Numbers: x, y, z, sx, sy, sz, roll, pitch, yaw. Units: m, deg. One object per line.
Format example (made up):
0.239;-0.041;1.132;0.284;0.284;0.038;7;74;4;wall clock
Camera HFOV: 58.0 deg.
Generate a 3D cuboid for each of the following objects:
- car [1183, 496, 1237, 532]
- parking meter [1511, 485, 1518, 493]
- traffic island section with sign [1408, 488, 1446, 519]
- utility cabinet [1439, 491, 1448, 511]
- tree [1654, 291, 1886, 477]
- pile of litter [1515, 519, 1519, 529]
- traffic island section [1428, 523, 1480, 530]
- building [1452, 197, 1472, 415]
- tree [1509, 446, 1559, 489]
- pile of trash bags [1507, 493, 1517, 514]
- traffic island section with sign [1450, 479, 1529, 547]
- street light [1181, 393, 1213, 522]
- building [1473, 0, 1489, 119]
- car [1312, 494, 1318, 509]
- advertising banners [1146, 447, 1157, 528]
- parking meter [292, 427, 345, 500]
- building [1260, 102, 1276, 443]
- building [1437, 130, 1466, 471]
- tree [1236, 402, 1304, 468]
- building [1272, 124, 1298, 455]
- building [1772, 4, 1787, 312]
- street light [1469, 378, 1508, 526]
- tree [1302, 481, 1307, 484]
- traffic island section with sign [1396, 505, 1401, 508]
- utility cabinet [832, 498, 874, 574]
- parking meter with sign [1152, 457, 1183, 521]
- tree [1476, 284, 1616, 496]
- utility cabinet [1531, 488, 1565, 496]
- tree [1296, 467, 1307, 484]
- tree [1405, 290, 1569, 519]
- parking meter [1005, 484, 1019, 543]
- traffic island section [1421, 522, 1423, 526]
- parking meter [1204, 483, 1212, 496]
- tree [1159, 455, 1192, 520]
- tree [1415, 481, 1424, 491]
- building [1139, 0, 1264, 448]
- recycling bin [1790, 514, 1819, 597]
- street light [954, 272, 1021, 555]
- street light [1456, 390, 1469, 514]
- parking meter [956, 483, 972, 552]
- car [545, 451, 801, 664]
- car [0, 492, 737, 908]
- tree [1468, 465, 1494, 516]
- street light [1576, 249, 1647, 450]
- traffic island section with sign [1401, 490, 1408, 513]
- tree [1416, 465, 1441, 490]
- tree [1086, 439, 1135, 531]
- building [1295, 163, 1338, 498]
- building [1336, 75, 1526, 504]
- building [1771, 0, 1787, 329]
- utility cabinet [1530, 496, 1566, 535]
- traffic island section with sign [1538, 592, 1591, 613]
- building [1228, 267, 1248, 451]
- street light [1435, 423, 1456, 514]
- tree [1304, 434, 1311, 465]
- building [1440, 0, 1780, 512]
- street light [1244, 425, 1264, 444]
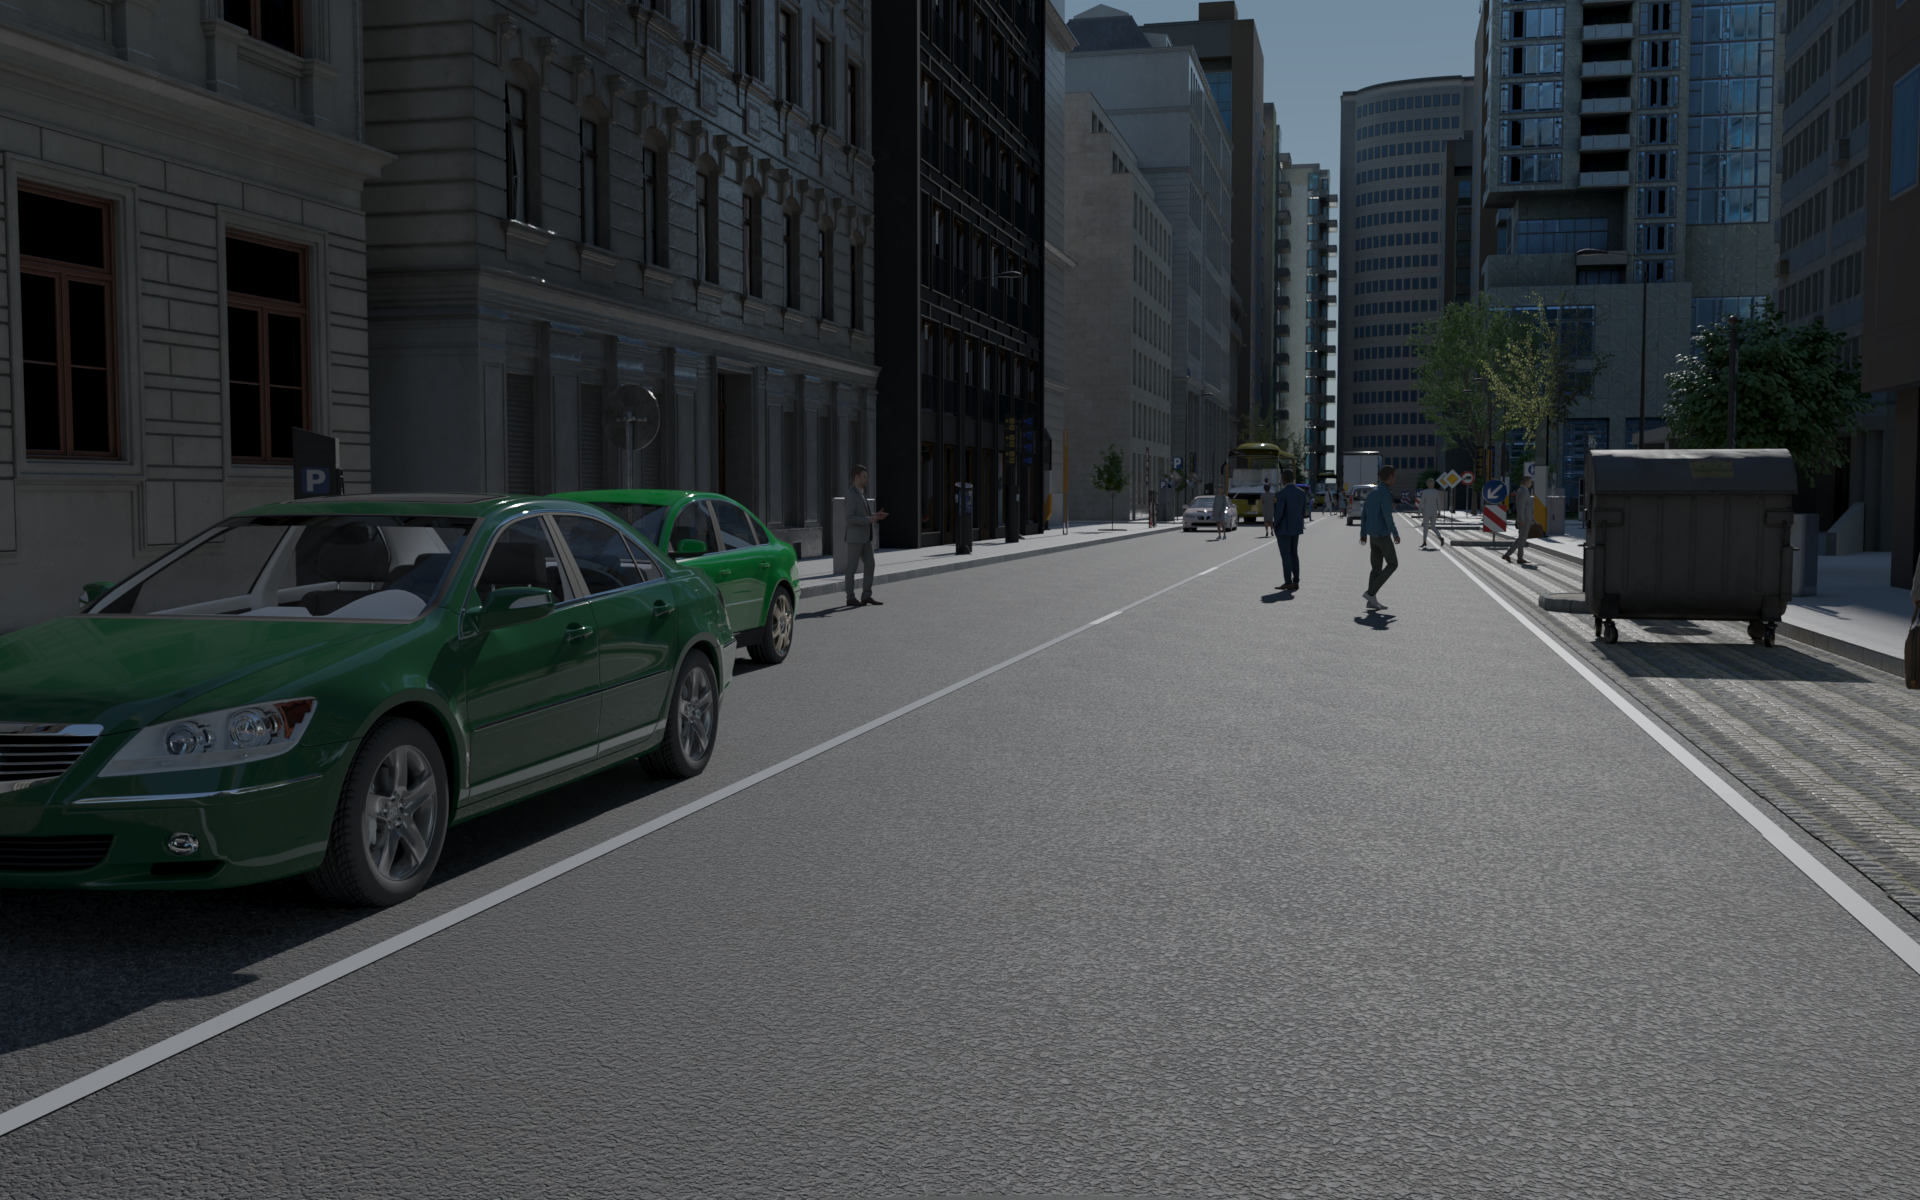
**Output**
9.766;-3.368;67.435;2.083;1.381;4.827;1;4;13;car
36.303;-6.587;113.413;0.399;1.863;0.255;0;4;5;parking meter
27.513;-5.690;101.658;1.989;1.847;2.006;1;4;13;traffic island section with sign
36.021;-7.361;129.032;0.318;1.500;1.173;0;4;-2;utility cabinet
13.085;-2.718;28.154;4.285;4.588;4.351;0;3;0;tree
20.885;-3.014;63.251;1.719;0.858;1.176;-3;5;-43;pile of litter
19.887;-2.917;69.975;2.009;0.180;2.903;1;4;13;traffic island section
55.347;-24.311;169.189;14.160;30.474;14.107;1;4;13;building
38.644;-8.144;116.867;4.285;4.588;4.351;0;3;0;tree
33.965;-5.839;105.227;1.912;1.369;3.447;0;4;4;pile of trash bags
14.537;-2.385;47.625;1.989;1.847;2.006;1;4;13;traffic island section with sign
10.989;-6.577;80.075;1.470;5.913;1.316;1;4;13;street light
53.044;-30.833;154.234;14.600;45.320;14.200;1;4;13;building
34.276;-9.808;170.582;2.015;1.641;3.980;1;4;13;car
7.200;-4.227;65.304;0.090;3.025;2.074;1;4;18;advertising banners
-5.605;-0.579;15.175;0.399;1.863;0.255;-1;4;-13;parking meter
24.669;-30.196;177.305;14.154;41.232;14.086;1;4;13;building
66.248;-34.397;212.503;14.600;45.320;14.200;1;4;13;building
23.801;-11.327;135.552;4.737;8.622;4.395;0;3;0;tree
25.583;-36.514;216.612;30.456;49.044;23.786;1;4;13;building
56.081;-28.372;83.493;30.456;49.044;23.786;1;4;13;building
21.281;-5.931;69.516;1.470;5.913;1.316;1;4;13;street light
43.724;-13.883;221.581;1.663;3.219;1.824;0;3;0;tree
45.537;-10.279;176.688;1.989;1.847;2.006;1;4;13;traffic island section with sign
-1.727;-1.044;28.235;0.306;1.237;1.020;1;4;21;utility cabinet
9.756;-5.226;81.710;1.738;3.016;0.543;-3;5;-45;parking meter with sign
20.601;-6.744;60.632;4.360;8.622;3.978;0;3;0;tree
22.327;-3.494;65.811;1.173;1.500;0.318;0;4;-1;utility cabinet
34.666;-12.093;181.434;4.285;4.588;4.351;0;3;0;tree
27.217;-10.020;89.590;9.928;11.665;9.643;0;3;0;tree
1.375;-2.287;45.797;0.372;1.533;0.369;0;3;0;parking meter
21.752;-3.392;77.740;2.009;0.180;2.903;1;4;13;traffic island section
12.793;-5.117;89.367;0.399;1.863;0.255;3;5;41;parking meter
10.721;-5.609;86.308;1.663;3.219;1.824;0;3;0;tree
56.266;-13.318;212.351;1.663;3.219;1.824;0;3;0;tree
20.962;-31.374;163.079;14.600;45.320;14.200;1;4;13;building
10.434;-0.578;22.012;0.722;1.027;0.722;3;5;40;recycling bin
0.592;-3.907;36.422;1.470;5.913;1.316;1;4;13;street light
23.112;-6.410;77.338;1.470;5.913;1.316;1;4;13;street light
0.087;-1.815;38.086;0.372;1.533;0.369;0;3;0;parking meter
-2.661;-0.287;13.497;1.959;1.807;4.718;1;4;13;car
-2.506;0.253;7.656;2.131;1.459;4.920;1;4;13;car
30.468;-6.524;101.262;1.663;3.219;1.824;0;3;0;tree
12.380;-3.690;32.881;1.470;5.913;1.316;1;4;13;street light
33.932;-7.324;128.376;1.989;1.847;2.006;1;4;13;traffic island section with sign
53.406;-13.005;196.347;4.285;4.588;4.351;0;3;0;tree
5.452;-4.043;60.710;1.663;3.219;1.824;0;3;0;tree
38.815;-38.569;250.215;30.456;49.044;23.786;1;4;13;building
67.156;-42.780;241.457;28.212;58.520;21.231;1;4;13;building
88.608;-46.805;203.509;20.611;71.187;20.563;1;4;13;building
18.385;-2.632;54.195;1.020;1.237;0.306;2;4;24;utility cabinet
8.241;-0.780;21.385;1.989;1.847;2.006;1;4;13;traffic island section with sign
15.758;-18.295;140.929;13.314;21.916;24.055;1;4;13;building
31.932;-8.640;113.802;1.470;5.913;1.316;1;4;13;street light
37.235;-14.889;193.799;4.737;8.622;4.395;0;3;0;tree
49.076;-50.030;130.657;22.319;86.520;31.000;1;4;13;building
19.759;-8.833;116.955;1.470;5.913;1.316;1;4;13;street light
